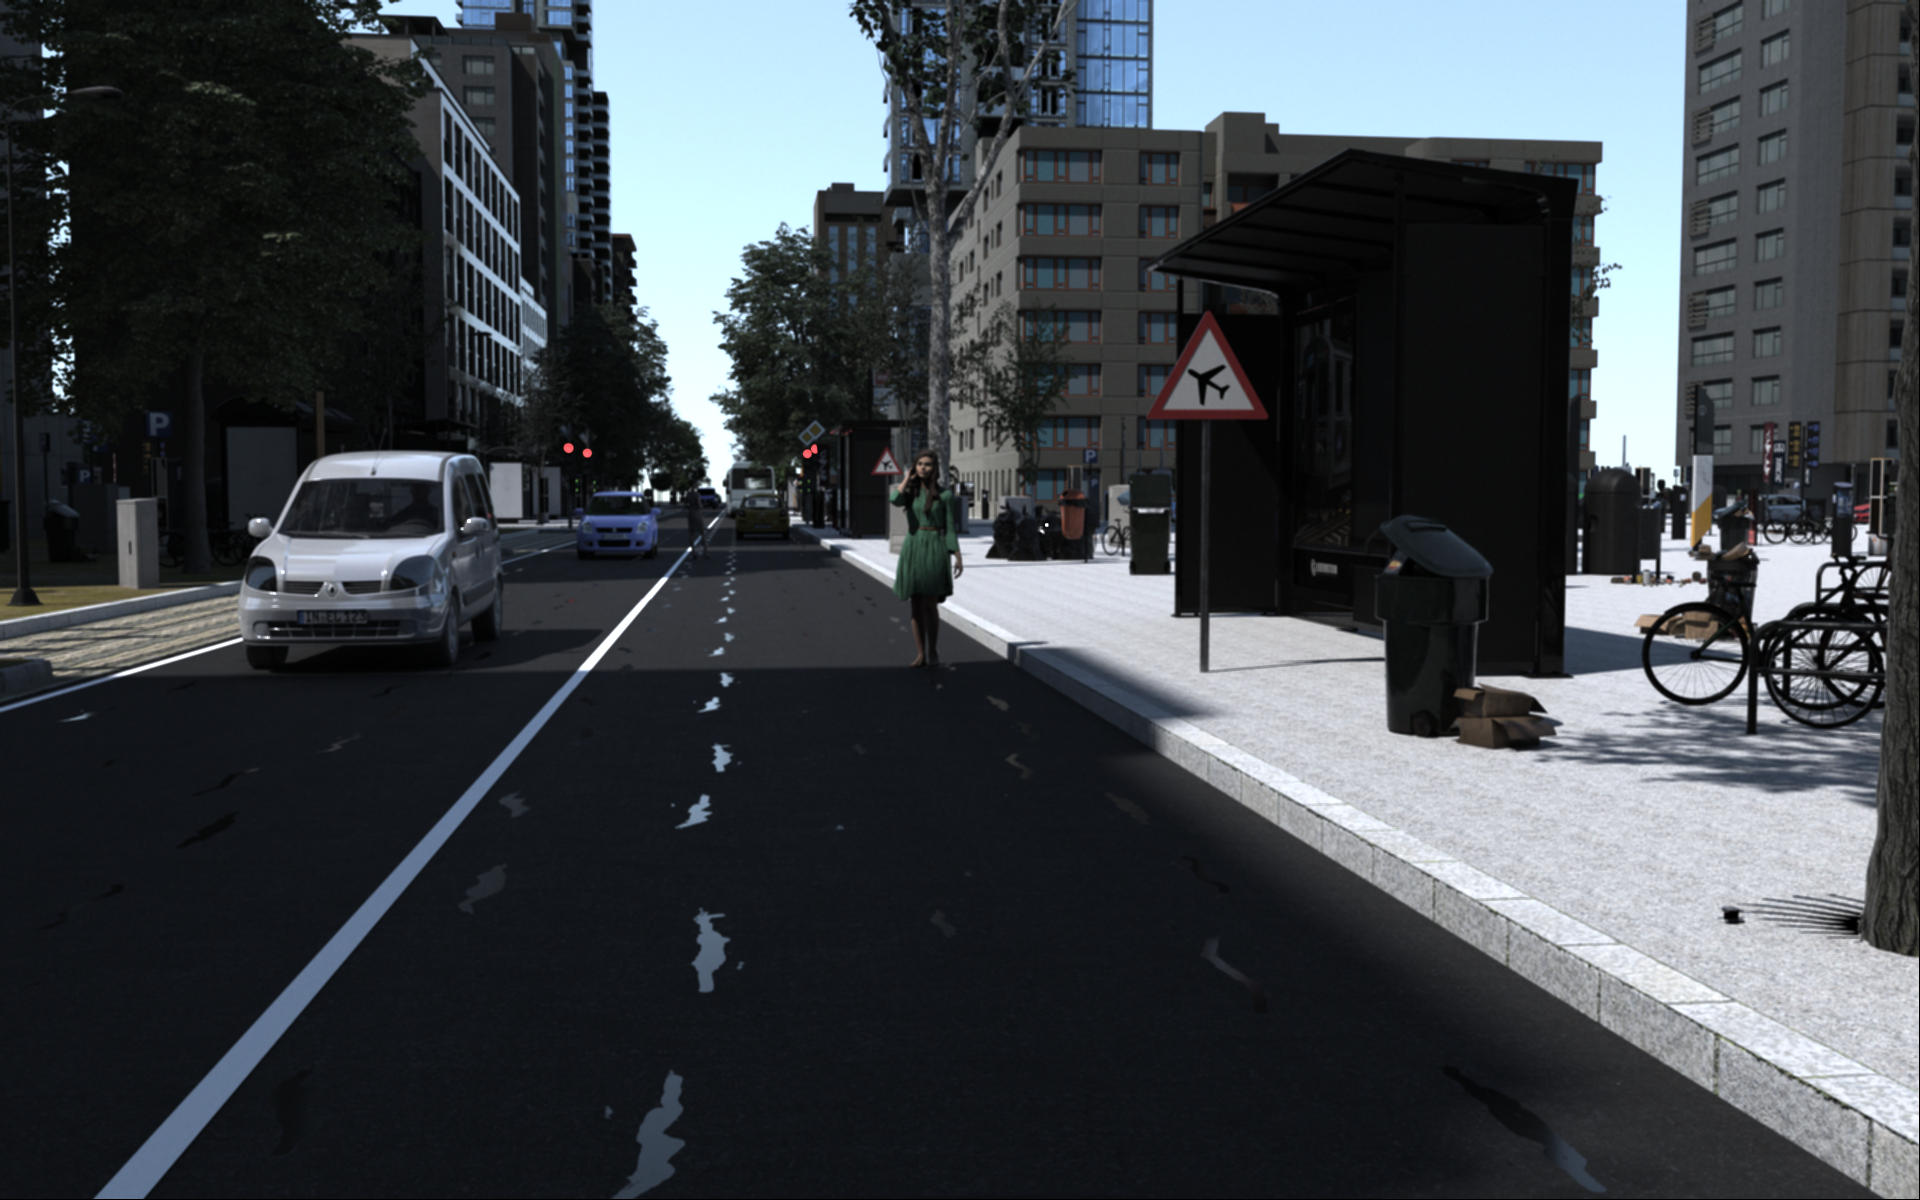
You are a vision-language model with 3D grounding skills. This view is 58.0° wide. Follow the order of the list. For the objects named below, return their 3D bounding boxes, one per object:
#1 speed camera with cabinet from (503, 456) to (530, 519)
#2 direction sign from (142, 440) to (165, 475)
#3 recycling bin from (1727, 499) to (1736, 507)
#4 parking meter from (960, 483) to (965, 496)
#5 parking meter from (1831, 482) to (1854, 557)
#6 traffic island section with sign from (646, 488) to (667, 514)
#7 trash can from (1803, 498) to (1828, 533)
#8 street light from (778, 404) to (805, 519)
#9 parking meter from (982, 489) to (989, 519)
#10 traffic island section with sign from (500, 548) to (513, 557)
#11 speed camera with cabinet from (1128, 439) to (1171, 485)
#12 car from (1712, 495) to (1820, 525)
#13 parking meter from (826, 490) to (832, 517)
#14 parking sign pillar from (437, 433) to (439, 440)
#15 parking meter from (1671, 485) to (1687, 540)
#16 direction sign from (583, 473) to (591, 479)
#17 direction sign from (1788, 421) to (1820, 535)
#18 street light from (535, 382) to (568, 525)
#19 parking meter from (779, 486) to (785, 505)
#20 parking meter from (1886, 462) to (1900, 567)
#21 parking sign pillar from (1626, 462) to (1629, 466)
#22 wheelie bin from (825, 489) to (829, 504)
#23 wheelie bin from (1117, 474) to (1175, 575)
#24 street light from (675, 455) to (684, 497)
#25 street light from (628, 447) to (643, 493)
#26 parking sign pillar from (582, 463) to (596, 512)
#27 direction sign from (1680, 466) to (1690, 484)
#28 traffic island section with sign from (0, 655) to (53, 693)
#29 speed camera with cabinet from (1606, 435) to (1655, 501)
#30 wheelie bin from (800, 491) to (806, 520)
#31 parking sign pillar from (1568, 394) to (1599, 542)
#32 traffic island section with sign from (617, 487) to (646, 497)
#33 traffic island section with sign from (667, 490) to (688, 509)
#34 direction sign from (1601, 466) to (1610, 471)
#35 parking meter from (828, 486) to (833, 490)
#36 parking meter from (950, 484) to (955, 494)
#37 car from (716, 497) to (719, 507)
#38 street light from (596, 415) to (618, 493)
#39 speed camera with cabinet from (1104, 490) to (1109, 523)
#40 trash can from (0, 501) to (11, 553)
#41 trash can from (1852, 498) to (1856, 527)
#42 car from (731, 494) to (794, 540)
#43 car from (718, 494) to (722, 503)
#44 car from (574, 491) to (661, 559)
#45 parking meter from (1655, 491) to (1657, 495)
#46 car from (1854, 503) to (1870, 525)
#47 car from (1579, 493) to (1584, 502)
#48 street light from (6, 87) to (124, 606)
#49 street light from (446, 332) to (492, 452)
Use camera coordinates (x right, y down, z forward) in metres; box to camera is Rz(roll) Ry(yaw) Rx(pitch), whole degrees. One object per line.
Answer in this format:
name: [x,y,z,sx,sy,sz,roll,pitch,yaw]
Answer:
speed camera with cabinet: [-22.665,-5.737,88.144,2.038,3.252,0.660,3,5,43]
direction sign: [-33.852,-4.942,72.797,0.876,3.537,0.379,-1,4,-22]
recycling bin: [39.549,-4.649,88.572,0.722,1.027,0.722,-1,4,-11]
parking meter: [0.124,-5.032,87.976,0.255,1.863,0.399,0,4,-4]
parking meter: [17.984,-1.644,35.294,0.372,1.533,0.369,0,3,0]
traffic island section with sign: [-21.853,-6.919,121.754,1.989,1.847,2.006,0,4,-7]
trash can: [28.532,-2.821,57.781,0.748,1.137,0.748,0,3,0]
street light: [-8.433,-7.064,88.037,1.470,5.913,1.316,0,4,-7]
parking meter: [1.308,-4.941,89.191,0.372,1.533,0.369,0,3,0]
traffic island section with sign: [-11.373,-1.911,39.874,1.989,1.847,2.006,0,4,-7]
speed camera with cabinet: [6.571,-4.159,62.342,2.038,3.252,0.660,1,4,9]
car: [34.580,-3.812,74.322,4.499,1.417,2.014,0,4,-8]
parking meter: [-7.477,-5.530,98.824,0.372,1.533,0.369,0,3,0]
parking sign pillar: [-22.047,-5.101,71.867,1.447,3.967,1.447,2,4,26]
parking meter: [20.344,-2.482,48.989,0.372,1.533,0.369,0,3,0]
direction sign: [-19.851,-6.131,92.237,0.379,3.537,0.876,-3,4,-36]
direction sign: [26.299,-3.795,54.045,0.876,3.537,0.379,3,4,37]
street light: [-16.924,-6.075,71.873,1.470,5.913,1.316,0,4,-7]
parking meter: [-12.644,-7.180,123.096,0.399,1.863,0.255,3,5,39]
parking meter: [15.752,-1.423,28.980,0.399,1.863,0.255,-1,4,-12]
parking sign pillar: [56.018,-9.643,146.136,1.447,3.967,1.447,2,4,34]
wheelie bin: [-7.868,-5.882,104.083,0.693,1.594,0.980,-1,4,-10]
wheelie bin: [2.991,-1.206,27.623,0.980,1.594,0.693,0,4,2]
street light: [-34.288,-14.408,208.109,1.470,5.913,1.316,0,4,-7]
street light: [-24.604,-9.720,131.458,1.470,5.913,1.316,0,4,-7]
parking sign pillar: [-24.952,-7.892,117.504,1.447,3.967,1.447,-1,4,-21]
direction sign: [54.631,-8.475,130.564,0.876,3.537,0.379,-1,4,-22]
traffic island section with sign: [-7.888,-0.247,12.661,1.989,1.847,2.006,0,4,-7]
speed camera with cabinet: [22.645,-3.923,58.475,2.038,3.252,0.660,-2,4,-35]
wheelie bin: [-7.221,-4.583,82.846,0.980,1.594,0.693,-2,4,-35]
parking sign pillar: [16.112,-3.556,46.613,1.447,3.967,1.447,-3,4,-37]
traffic island section with sign: [-18.404,-5.269,94.778,1.989,1.847,2.006,0,4,-7]
traffic island section with sign: [-28.093,-9.898,170.463,1.989,1.847,2.006,0,4,-7]
direction sign: [52.157,-9.056,140.067,0.876,3.537,0.379,-1,4,-18]
parking meter: [-9.255,-7.223,123.806,0.255,1.863,0.399,0,4,4]
parking meter: [-0.504,-5.833,101.082,0.399,1.863,0.255,2,4,31]
car: [-27.576,-11.165,191.338,1.959,1.807,4.718,-1,4,-8]
street light: [-20.766,-7.898,101.665,1.470,5.913,1.316,0,4,-7]
speed camera with cabinet: [7.160,-4.936,75.038,0.660,3.252,2.038,-3,5,-44]
trash can: [-21.234,-1.615,38.054,0.748,1.137,0.748,0,3,0]
trash can: [32.949,-3.232,64.504,0.748,1.137,0.748,0,3,0]
car: [-6.348,-2.782,55.705,2.015,1.641,3.980,0,4,-6]
car: [-38.819,-16.248,275.436,2.009,1.686,4.222,-1,4,-9]
car: [-7.790,-1.830,39.506,1.945,1.707,3.694,-1,4,-8]
parking meter: [58.711,-8.442,146.438,0.372,1.533,0.369,0,3,0]
car: [40.803,-4.048,75.227,4.494,1.783,2.155,0,4,-7]
car: [27.059,-3.953,73.424,4.718,1.807,1.959,-1,4,-9]
street light: [-10.248,-2.894,19.858,1.470,5.913,1.316,0,4,-7]
street light: [-14.095,-4.716,49.650,1.470,5.913,1.316,0,4,-7]
